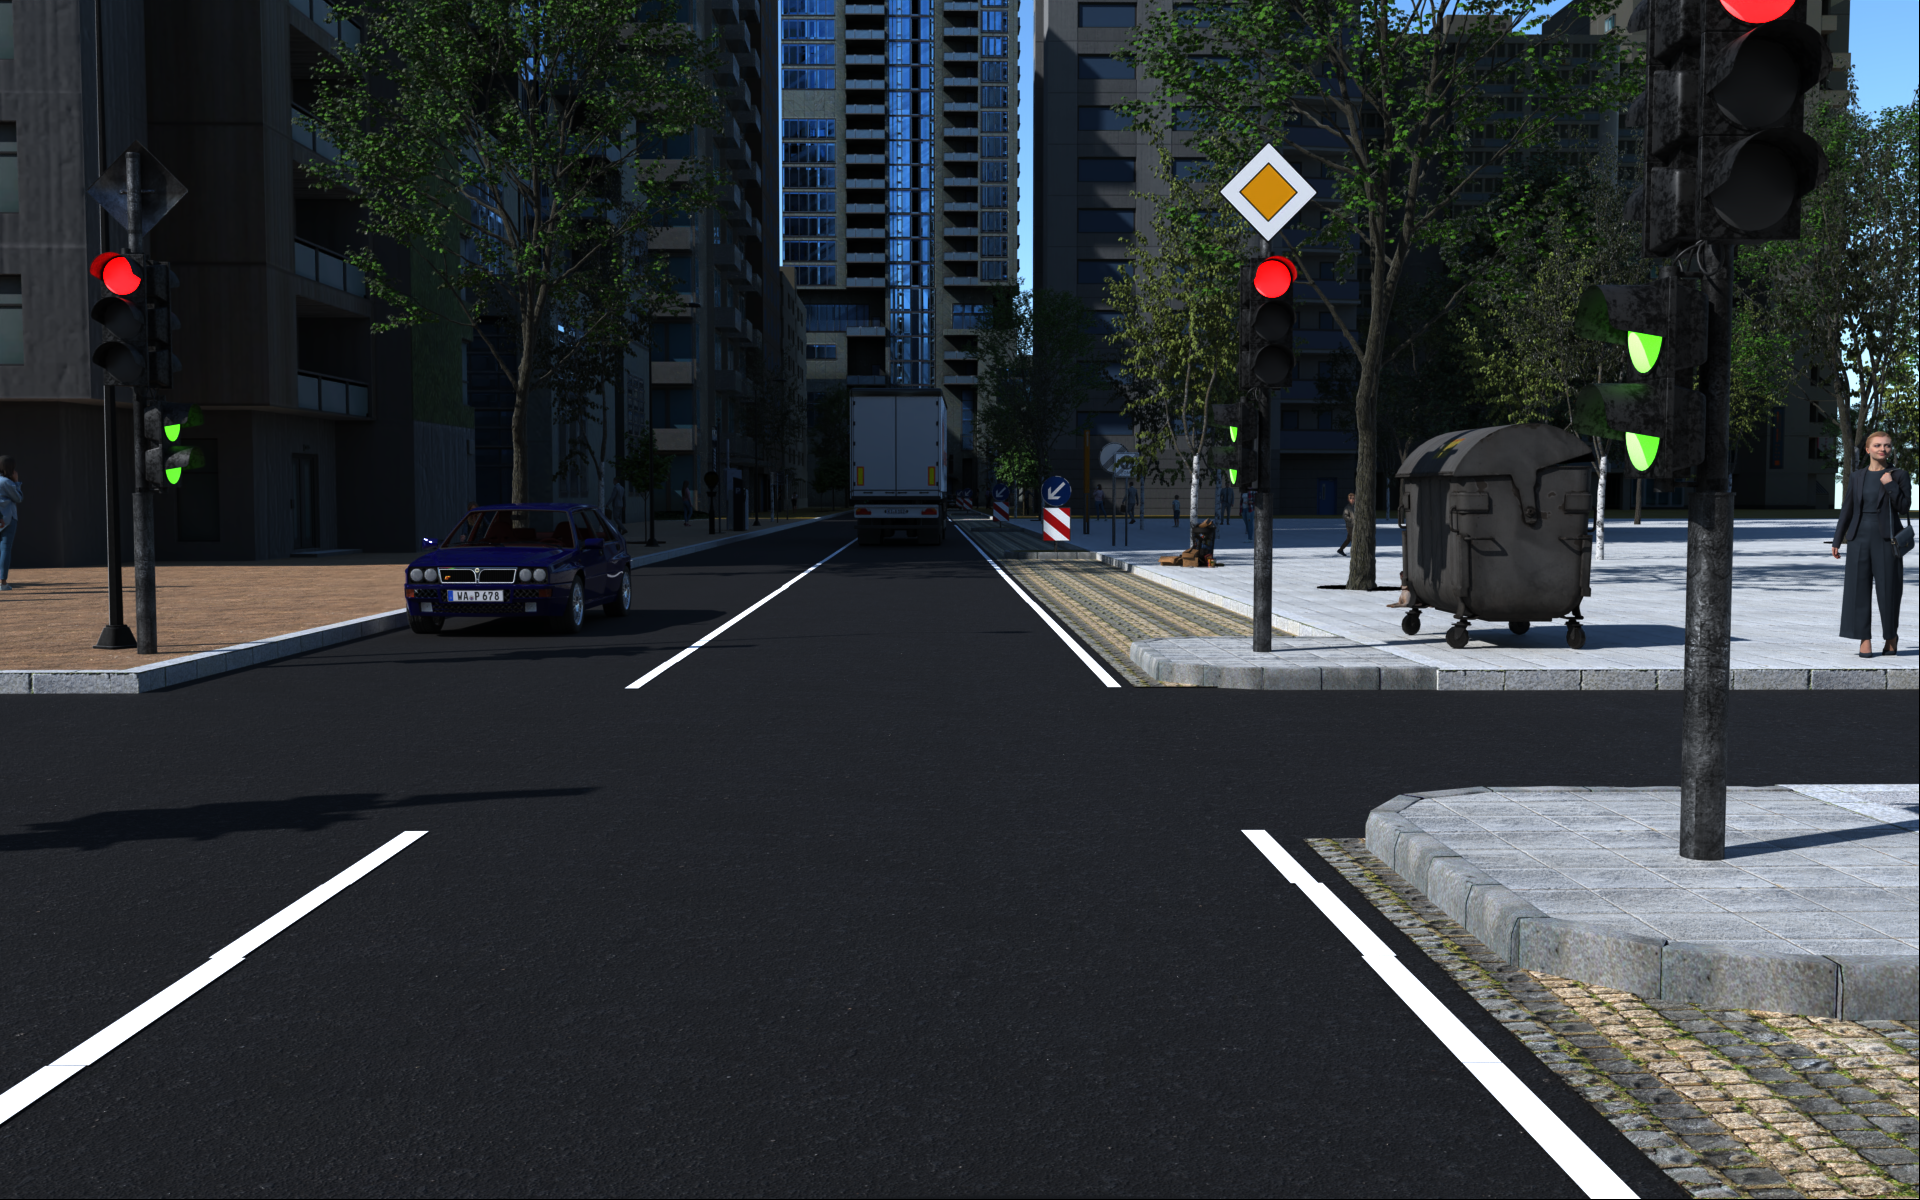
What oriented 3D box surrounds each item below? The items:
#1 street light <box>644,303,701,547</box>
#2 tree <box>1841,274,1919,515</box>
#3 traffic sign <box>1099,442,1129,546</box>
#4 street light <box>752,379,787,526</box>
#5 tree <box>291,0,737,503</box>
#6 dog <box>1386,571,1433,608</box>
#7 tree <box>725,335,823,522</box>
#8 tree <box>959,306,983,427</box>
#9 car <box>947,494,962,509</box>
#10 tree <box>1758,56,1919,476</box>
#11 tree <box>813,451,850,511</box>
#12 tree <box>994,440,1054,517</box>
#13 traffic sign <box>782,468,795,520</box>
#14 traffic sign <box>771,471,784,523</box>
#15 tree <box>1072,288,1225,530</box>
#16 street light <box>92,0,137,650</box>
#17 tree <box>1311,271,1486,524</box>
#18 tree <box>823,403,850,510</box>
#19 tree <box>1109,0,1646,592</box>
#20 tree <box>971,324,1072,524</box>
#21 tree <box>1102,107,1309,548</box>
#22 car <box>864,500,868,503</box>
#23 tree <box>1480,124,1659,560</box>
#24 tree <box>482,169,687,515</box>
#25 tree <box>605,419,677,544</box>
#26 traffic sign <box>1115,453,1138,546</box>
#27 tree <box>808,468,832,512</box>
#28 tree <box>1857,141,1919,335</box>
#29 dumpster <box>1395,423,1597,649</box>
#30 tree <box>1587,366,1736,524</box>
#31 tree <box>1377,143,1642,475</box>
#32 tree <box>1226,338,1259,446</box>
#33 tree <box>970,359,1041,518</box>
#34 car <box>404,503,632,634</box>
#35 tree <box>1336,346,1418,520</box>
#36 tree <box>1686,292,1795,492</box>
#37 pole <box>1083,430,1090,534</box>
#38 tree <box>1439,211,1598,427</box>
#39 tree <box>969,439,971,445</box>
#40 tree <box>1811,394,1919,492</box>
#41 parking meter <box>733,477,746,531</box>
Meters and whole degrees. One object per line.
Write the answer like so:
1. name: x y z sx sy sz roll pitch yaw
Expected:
1. street light: -6.979 -4.257 42.141 1.470 5.913 1.316 0 4 -1
2. tree: 30.029 -6.389 54.830 4.737 8.622 4.395 0 3 0
3. traffic sign: 3.808 -2.612 42.811 0.768 2.556 0.104 0 4 -1
4. street light: -7.680 -5.954 69.889 1.470 5.913 1.316 0 4 -1
5. tree: -7.317 -6.315 29.008 9.928 11.665 9.643 0 3 0
6. dog: 5.250 -0.117 19.646 0.748 0.427 0.550 2 4 25
7. tree: -8.668 -7.905 79.605 4.360 8.622 3.978 0 3 0
8. tree: 3.844 -9.582 82.419 9.928 11.665 9.643 0 3 0
9. car: -0.691 -9.135 159.146 2.009 1.686 4.222 0 4 1
10. tree: 14.628 -4.771 28.361 4.360 8.622 3.978 0 3 0
11. tree: -9.545 -9.059 131.822 4.285 4.588 4.351 0 3 0
12. tree: 3.730 -7.056 99.078 4.285 4.588 4.351 0 3 0
13. traffic sign: -8.541 -5.229 85.601 0.768 2.556 0.104 0 4 1
14. traffic sign: -8.139 -4.591 77.197 0.606 2.300 0.079 0 4 2
15. tree: 6.791 -6.835 62.115 4.360 8.622 3.978 0 3 0
16. street light: -6.489 -2.552 14.269 1.470 5.913 1.316 0 4 -1
17. tree: 18.724 -8.519 73.700 8.767 10.594 7.601 2 4 31
18. tree: -10.129 -11.501 138.401 4.360 8.622 3.978 0 3 0
19. tree: 5.501 -5.934 22.784 9.928 11.665 9.643 0 3 0
20. tree: 3.342 -7.569 74.121 4.360 8.622 3.978 0 3 0
21. tree: 4.528 -5.071 33.273 4.737 8.622 4.395 0 3 0
22. car: -6.493 -7.660 134.040 1.959 1.807 4.718 0 4 1
23. tree: 12.483 -5.106 33.845 4.360 8.622 3.978 0 3 0
24. tree: -8.300 -5.406 38.753 4.360 8.622 3.978 0 3 0
25. tree: -8.056 -3.074 44.855 1.663 3.219 1.824 0 3 0
26. traffic sign: 4.103 -2.481 42.701 0.606 2.300 0.079 0 4 -1
27. tree: -10.008 -8.021 125.752 1.663 3.219 1.824 0 3 0
28. tree: 23.822 -7.562 34.011 12.009 13.543 11.850 0 3 0
29. dumpster: 4.624 -0.566 15.008 1.264 1.857 1.865 0 4 -1
30. tree: 28.962 -8.469 72.874 7.601 10.594 8.767 0 4 -6
31. tree: 18.990 -8.556 56.904 9.611 12.733 9.660 0 3 0
32. tree: 12.350 -8.043 81.872 4.360 8.622 3.978 0 3 0
33. tree: 2.839 -8.763 93.645 4.737 8.622 4.395 0 3 0
34. car: -4.768 -0.394 19.025 1.945 1.354 3.894 0 4 1
35. tree: 20.643 -8.184 84.166 4.360 8.622 3.978 0 3 0
36. tree: 28.665 -6.969 64.311 4.737 8.622 4.395 0 3 0
37. pole: 4.037 -3.755 55.237 0.158 3.312 0.155 0 3 0
38. tree: 14.603 -5.742 44.252 4.737 8.622 4.395 0 3 0
39. tree: 2.993 -11.338 135.742 4.360 8.622 3.978 0 3 0
40. tree: 53.263 -7.373 83.453 20.602 7.101 11.467 0 4 -4
41. parking meter: -7.590 -3.299 59.644 0.399 1.863 0.255 1 4 12
